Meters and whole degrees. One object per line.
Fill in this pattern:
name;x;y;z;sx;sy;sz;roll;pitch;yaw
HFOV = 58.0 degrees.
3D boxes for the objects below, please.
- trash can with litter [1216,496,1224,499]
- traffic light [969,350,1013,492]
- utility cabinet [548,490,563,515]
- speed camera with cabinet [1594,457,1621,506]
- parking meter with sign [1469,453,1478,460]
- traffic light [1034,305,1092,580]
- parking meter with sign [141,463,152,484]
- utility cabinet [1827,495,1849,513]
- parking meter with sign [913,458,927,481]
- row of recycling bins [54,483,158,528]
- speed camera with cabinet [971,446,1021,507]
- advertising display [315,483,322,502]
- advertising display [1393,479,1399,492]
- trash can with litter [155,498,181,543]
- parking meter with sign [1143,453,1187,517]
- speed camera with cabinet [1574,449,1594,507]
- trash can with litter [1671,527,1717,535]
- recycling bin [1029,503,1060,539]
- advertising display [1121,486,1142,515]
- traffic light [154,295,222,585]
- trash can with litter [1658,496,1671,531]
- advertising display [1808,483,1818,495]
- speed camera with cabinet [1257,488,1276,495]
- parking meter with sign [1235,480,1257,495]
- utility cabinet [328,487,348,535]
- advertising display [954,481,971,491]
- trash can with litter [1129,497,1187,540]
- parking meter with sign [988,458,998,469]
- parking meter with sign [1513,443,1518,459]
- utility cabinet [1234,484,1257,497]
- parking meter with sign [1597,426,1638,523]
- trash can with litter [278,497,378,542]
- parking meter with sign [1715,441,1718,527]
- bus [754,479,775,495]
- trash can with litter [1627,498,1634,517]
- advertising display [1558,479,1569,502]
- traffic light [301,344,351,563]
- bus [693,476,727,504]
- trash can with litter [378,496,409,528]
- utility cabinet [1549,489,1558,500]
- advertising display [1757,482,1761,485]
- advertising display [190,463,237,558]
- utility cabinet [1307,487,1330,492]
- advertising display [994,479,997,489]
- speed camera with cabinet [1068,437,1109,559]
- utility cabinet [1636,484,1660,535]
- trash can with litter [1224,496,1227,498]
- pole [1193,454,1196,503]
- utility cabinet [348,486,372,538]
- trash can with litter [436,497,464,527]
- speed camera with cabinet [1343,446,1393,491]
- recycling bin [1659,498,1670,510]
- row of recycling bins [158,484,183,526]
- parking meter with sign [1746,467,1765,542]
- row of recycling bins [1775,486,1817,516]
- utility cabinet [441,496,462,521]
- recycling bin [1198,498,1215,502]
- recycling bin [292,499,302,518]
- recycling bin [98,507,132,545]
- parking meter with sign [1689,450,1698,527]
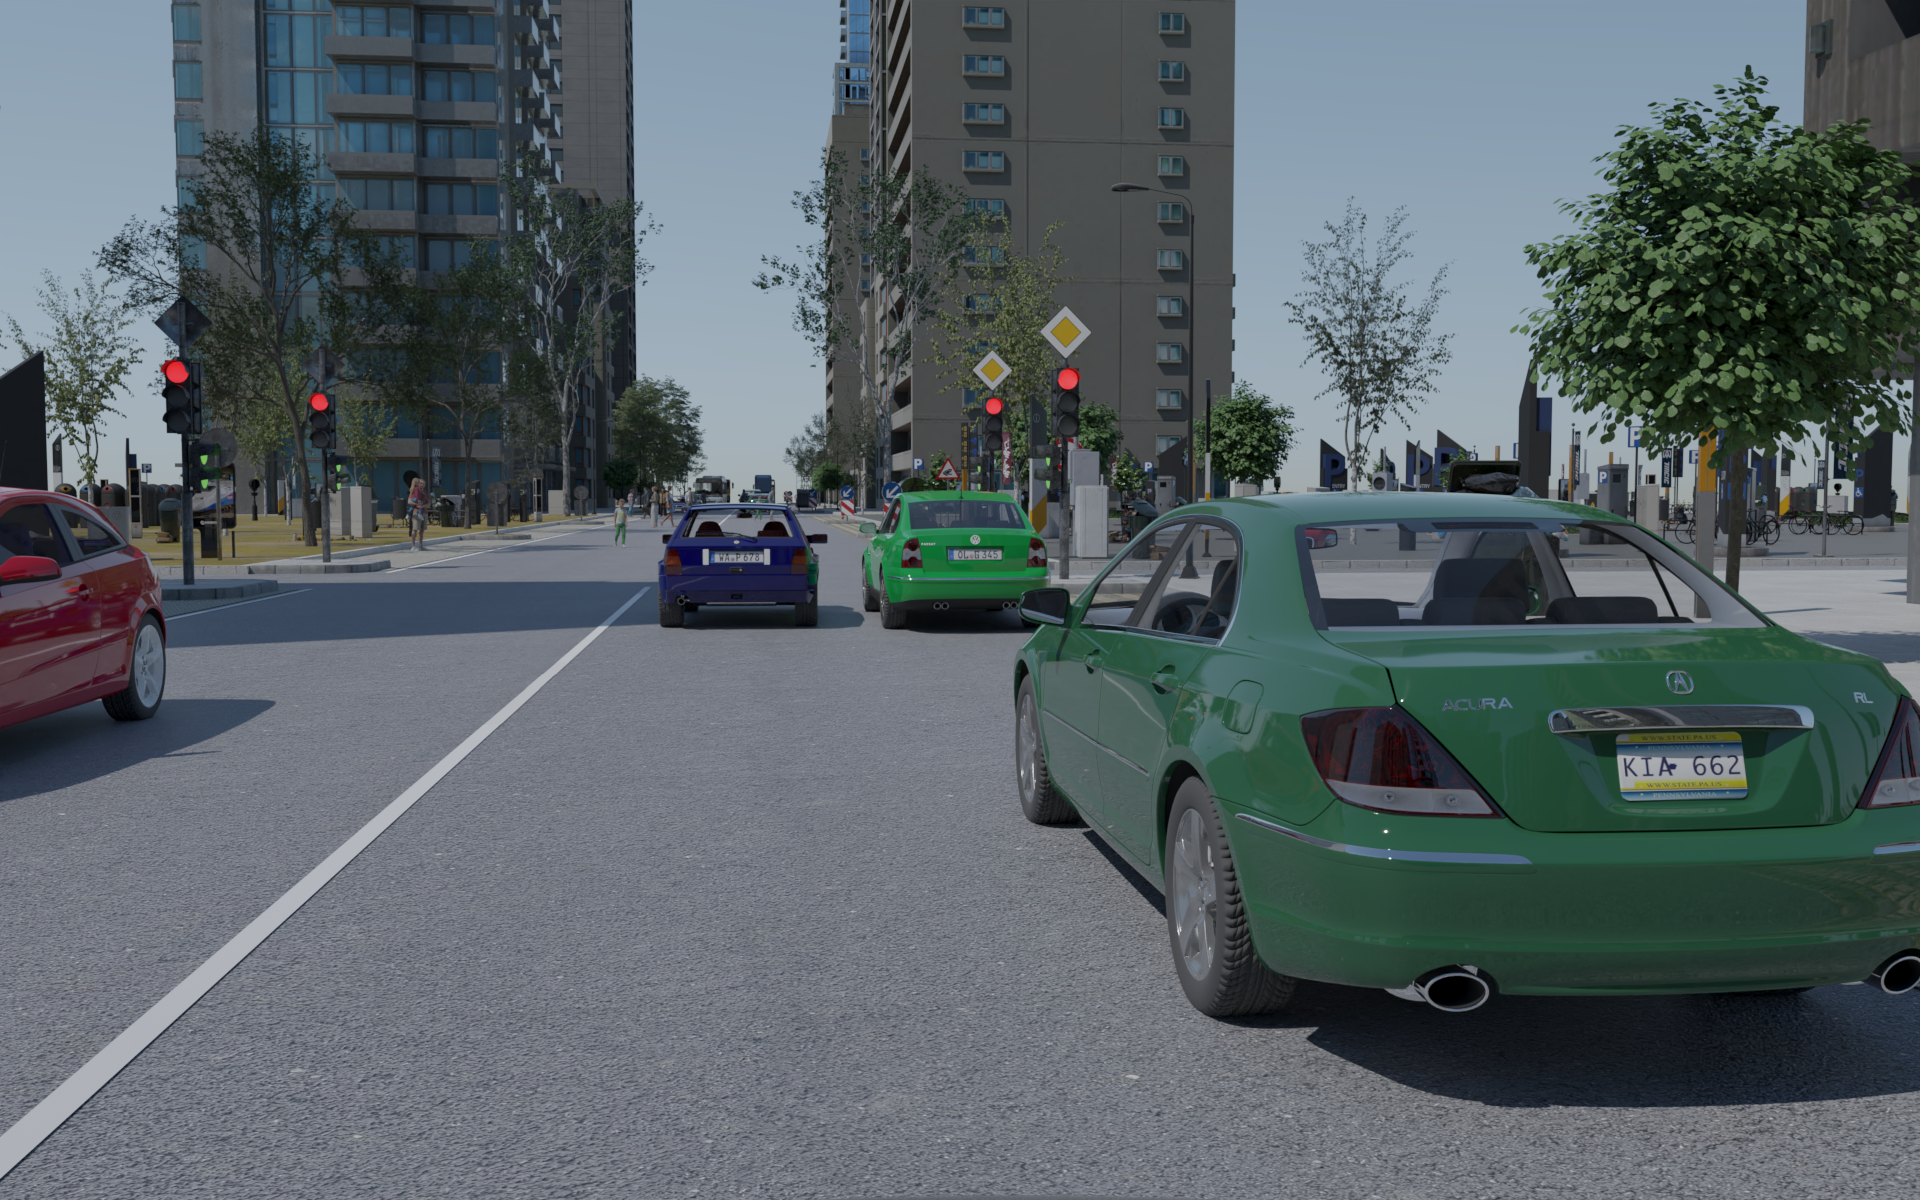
trash can with litter;13.335;-4.821;90.203;1.055;1.170;0.624;-3;4;-36
traffic light;0.606;-2.750;33.880;0.839;4.253;0.868;0;4;-7
utility cabinet;-24.287;-5.883;104.859;1.173;1.500;0.318;0;4;3
speed camera with cabinet;34.591;-6.023;92.809;2.038;3.252;0.660;3;5;42
parking meter with sign;20.987;-4.712;73.304;1.738;3.016;0.543;-1;4;-15
traffic light;1.550;-2.265;25.951;0.839;4.253;0.868;0;4;-7
parking meter with sign;-46.871;-6.291;99.117;1.738;3.016;0.543;3;5;42
utility cabinet;40.864;-4.257;80.770;0.306;1.237;1.020;-2;4;-30
parking meter with sign;-1.700;-5.431;85.059;0.543;3.016;1.738;1;4;23
row of recycling bins;-32.307;-3.552;65.182;3.534;1.692;1.069;0;4;2
speed camera with cabinet;1.504;-4.759;72.150;2.038;3.252;0.660;-1;4;-14
advertising display;-36.301;-5.711;98.584;0.123;1.923;0.974;2;4;26
advertising display;18.422;-4.213;74.089;0.974;1.923;0.123;-3;5;-41
trash can with litter;-20.687;-2.078;45.354;0.624;1.170;1.055;-1;4;-11
parking meter with sign;8.733;-4.712;73.304;1.738;3.016;0.543;2;4;27
speed camera with cabinet;27.331;-5.054;76.975;0.660;3.252;2.038;0;4;0
trash can with litter;23.650;-2.671;54.725;1.678;1.210;2.233;2;4;32
recycling bin;2.453;-2.309;50.311;0.722;1.027;0.722;-1;4;-21
advertising display;7.689;-4.431;77.652;0.974;1.923;0.123;-1;4;-11
traffic light;-10.922;-2.173;24.457;0.839;4.253;0.868;0;4;-7
trash can with litter;24.473;-3.089;61.563;2.233;1.210;1.678;0;4;5
advertising display;49.790;-5.867;101.139;0.974;1.923;0.123;-3;5;-39
speed camera with cabinet;18.363;-6.764;104.933;0.660;3.252;2.038;-1;4;-23
parking meter with sign;14.413;-5.500;86.178;1.738;3.016;0.543;-1;4;-22
utility cabinet;-19.323;-2.762;53.830;0.318;1.500;1.173;-3;5;-41
advertising display;0.133;-4.924;85.728;0.974;1.923;0.123;-3;4;-37
trash can with litter;3.799;-1.380;33.953;0.624;1.170;1.055;-3;4;-36
parking meter with sign;1.019;-5.229;81.757;0.543;3.016;1.738;3;5;43
parking meter with sign;18.770;-3.777;58.016;0.543;3.016;1.738;1;4;19
utility cabinet;6.197;-1.766;37.561;0.318;1.500;1.173;0;4;0
parking meter with sign;16.591;-2.925;44.092;1.738;3.016;0.543;-2;4;-24
trash can with litter;-17.387;-2.229;47.504;2.233;1.210;1.678;0;4;-5
parking meter with sign;25.831;-3.744;57.470;1.738;3.016;0.543;-1;4;-13
bus;-28.469;-15.961;252.514;2.896;3.916;12.252;-1;4;-9
trash can with litter;37.981;-5.311;98.221;1.055;1.170;0.624;1;4;14
advertising display;25.529;-4.149;73.050;0.974;1.923;0.123;-3;5;-41
traffic light;-11.866;-2.658;32.386;0.839;4.253;0.868;0;4;-7
bus;-24.061;-10.565;167.600;2.948;3.499;13.247;0;4;-6
trash can with litter;-21.687;-3.355;65.905;2.233;1.210;1.678;0;4;-2
utility cabinet;28.074;-4.484;81.987;1.173;1.500;0.318;1;4;21
advertising display;42.986;-5.365;92.930;0.974;1.923;0.123;-3;5;-43
advertising display;-15.009;-1.801;34.658;0.974;1.923;0.123;-1;4;-15
utility cabinet;11.179;-2.771;53.977;0.318;1.500;1.173;2;4;33
advertising display;1.160;-4.346;76.277;0.974;1.923;0.123;2;4;31
speed camera with cabinet;2.614;-2.495;35.130;0.660;3.252;2.038;0;4;-3
utility cabinet;15.196;-1.813;38.323;0.318;1.500;1.173;1;4;13
trash can with litter;15.902;-5.560;101.963;2.233;1.210;1.678;1;4;8
pole;8.393;-4.187;62.305;0.158;3.312;0.155;0;3;0
utility cabinet;-17.551;-2.577;50.805;0.318;1.500;1.173;-2;4;-34
trash can with litter;-19.624;-3.387;66.759;0.624;1.170;1.055;2;4;33
speed camera with cabinet;16.984;-4.765;72.247;2.038;3.252;0.660;3;5;41
recycling bin;40.639;-5.373;100.398;0.722;1.027;0.722;-3;5;-43
row of recycling bins;-32.309;-3.840;69.902;1.069;1.692;3.534;0;4;1
parking meter with sign;21.266;-3.093;46.823;0.543;3.016;1.738;2;4;33
row of recycling bins;45.931;-5.412;95.596;1.069;1.692;3.534;-1;4;-11
utility cabinet;-22.262;-3.957;75.865;0.306;1.237;1.020;2;4;24
recycling bin;14.819;-5.602;104.153;0.722;1.027;0.722;-2;4;-31
recycling bin;-35.377;-4.872;92.205;0.722;1.027;0.722;-2;4;-27
recycling bin;-16.564;-1.296;33.745;0.722;1.027;0.722;-1;4;-21
parking meter with sign;29.024;-4.361;67.563;0.543;3.016;1.738;0;4;1
